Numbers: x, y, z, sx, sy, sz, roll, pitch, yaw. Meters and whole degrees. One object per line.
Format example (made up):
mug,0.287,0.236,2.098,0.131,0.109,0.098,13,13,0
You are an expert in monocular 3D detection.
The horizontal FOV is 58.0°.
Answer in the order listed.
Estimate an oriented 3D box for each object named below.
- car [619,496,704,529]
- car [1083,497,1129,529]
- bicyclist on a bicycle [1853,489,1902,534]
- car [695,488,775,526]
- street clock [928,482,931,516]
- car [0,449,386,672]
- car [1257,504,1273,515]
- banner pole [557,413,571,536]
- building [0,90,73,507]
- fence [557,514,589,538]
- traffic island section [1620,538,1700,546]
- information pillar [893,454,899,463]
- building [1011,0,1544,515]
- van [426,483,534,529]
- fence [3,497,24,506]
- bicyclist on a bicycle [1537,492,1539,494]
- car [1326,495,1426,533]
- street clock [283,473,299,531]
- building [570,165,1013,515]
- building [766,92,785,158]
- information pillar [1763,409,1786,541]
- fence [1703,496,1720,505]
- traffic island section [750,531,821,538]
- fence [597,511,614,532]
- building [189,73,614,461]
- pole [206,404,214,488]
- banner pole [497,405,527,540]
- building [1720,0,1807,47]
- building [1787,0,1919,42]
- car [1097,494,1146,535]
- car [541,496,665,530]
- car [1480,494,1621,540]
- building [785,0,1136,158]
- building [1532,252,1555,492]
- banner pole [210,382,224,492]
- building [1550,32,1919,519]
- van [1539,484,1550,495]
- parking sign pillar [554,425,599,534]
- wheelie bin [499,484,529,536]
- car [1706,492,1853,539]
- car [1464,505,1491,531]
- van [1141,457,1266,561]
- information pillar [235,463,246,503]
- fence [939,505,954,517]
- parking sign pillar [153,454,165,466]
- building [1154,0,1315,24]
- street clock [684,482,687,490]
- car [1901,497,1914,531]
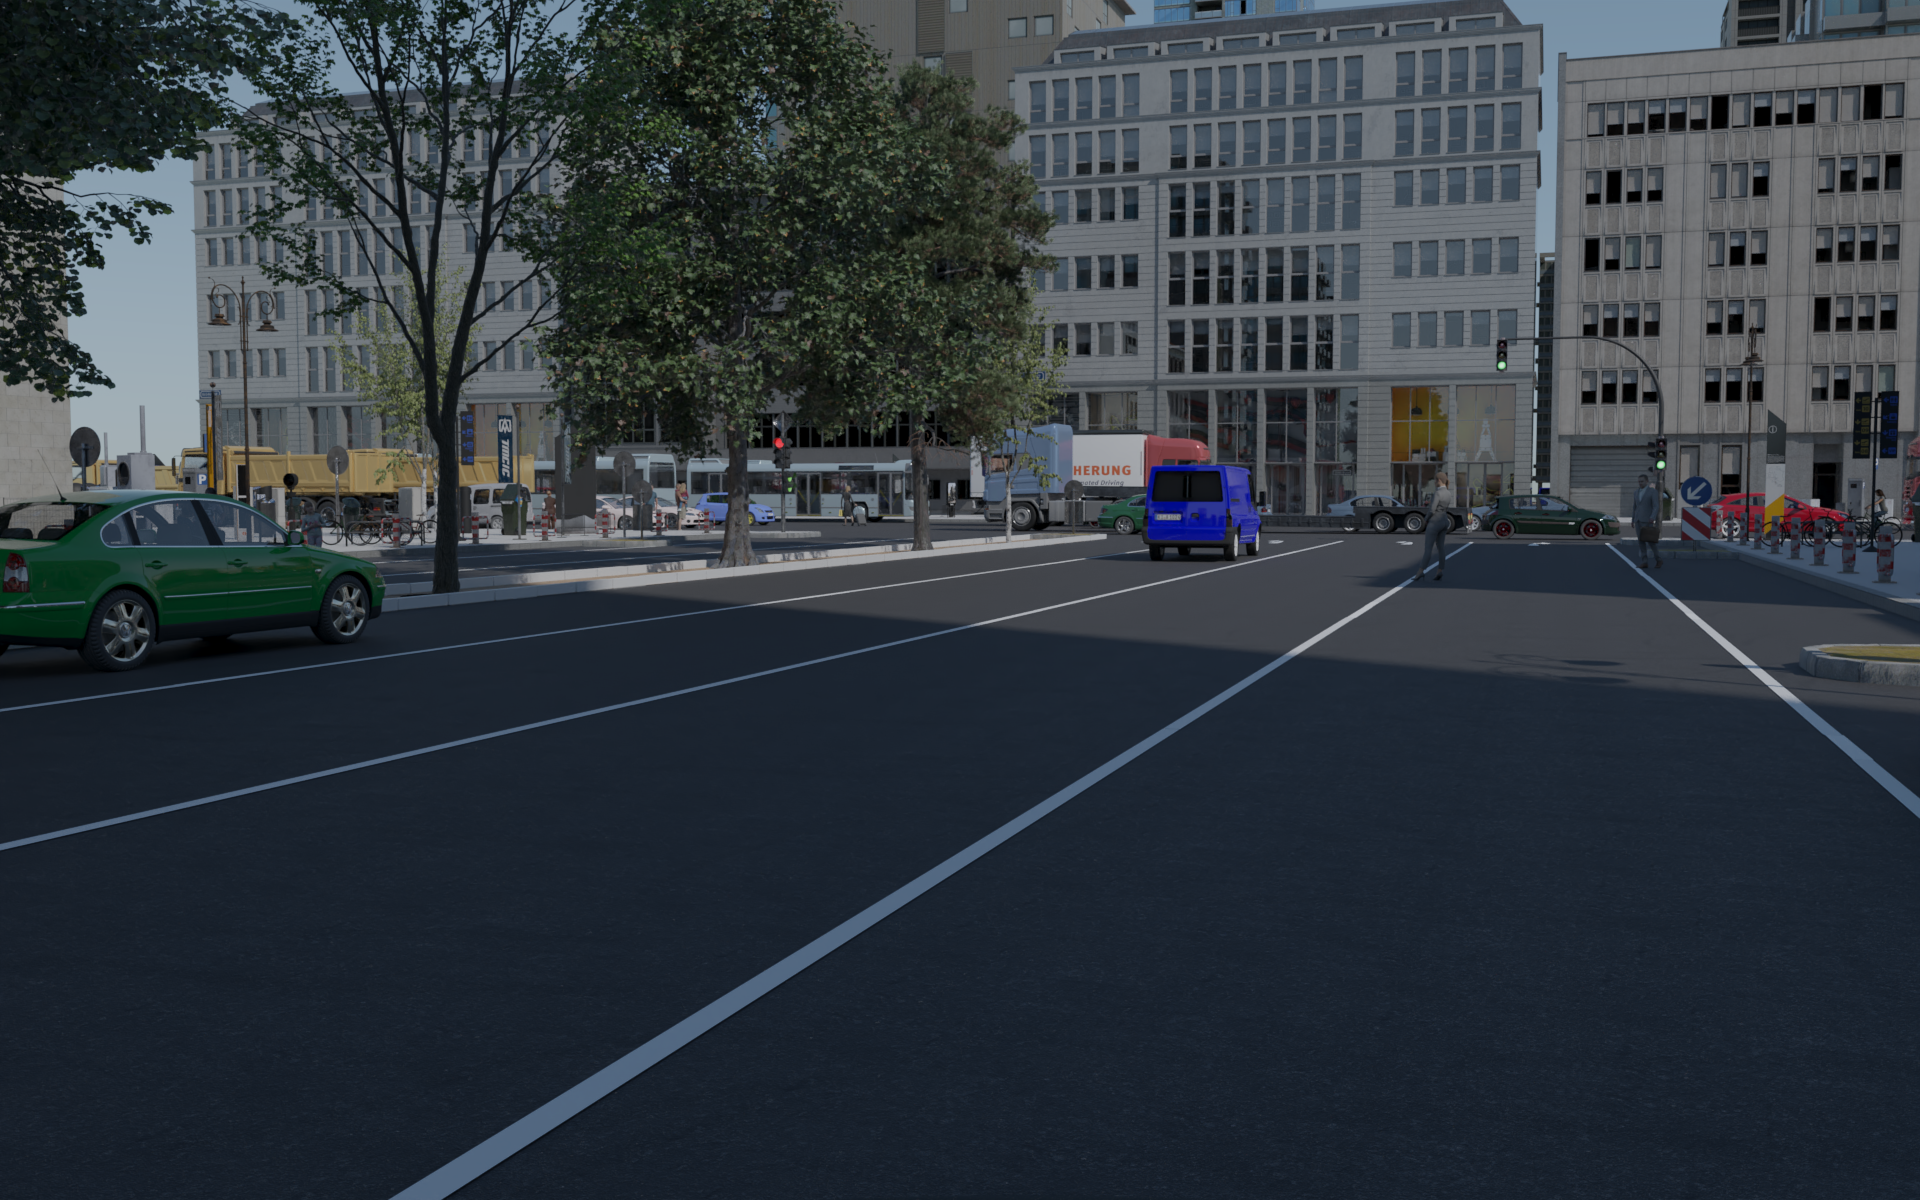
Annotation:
car,-13.098,-3.729,73.330,4.827,1.381,2.083,1,4,19
car,7.044,-3.815,72.165,4.222,1.686,2.009,1,4,18
bicyclist on a bicycle,32.757,-3.172,61.878,1.625,1.676,1.499,1,4,20
car,-10.333,-4.273,79.450,3.694,1.707,1.945,1,4,20
street clock,-1.840,-5.959,101.994,0.358,2.002,0.471,0,4,6
car,-7.116,-0.410,15.506,1.959,1.807,4.718,1,4,19
car,10.111,-3.463,68.630,4.499,1.417,2.014,1,4,19
banner pole,-12.137,-3.871,53.310,0.401,3.779,0.863,-3,4,-37
building,-35.335,-11.785,47.444,16.860,20.320,10.420,1,4,19
fence,-11.586,-2.233,51.877,0.278,0.683,2.069,0,4,7
traffic island section,19.900,-1.654,49.327,2.009,0.180,2.903,1,4,19
information pillar,-3.675,-6.656,100.185,0.504,3.616,0.183,-2,4,-25
building,18.927,-19.942,103.547,29.804,29.767,11.434,1,4,19
van,-18.372,-3.611,66.045,4.112,2.044,2.013,1,4,18
fence,-23.922,-2.089,45.360,0.480,1.192,2.264,3,5,39
bicyclist on a bicycle,53.729,-9.231,160.940,1.499,1.676,1.625,1,4,20
car,16.142,-3.280,65.635,4.499,1.417,2.014,1,4,20
street clock,-23.158,-3.389,59.981,0.471,2.002,0.358,1,4,15
building,-9.489,-17.983,113.091,30.058,24.678,14.314,1,4,19
building,-6.123,-35.387,198.191,30.456,49.044,23.786,1,4,19
information pillar,22.437,-3.446,47.695,0.504,3.616,0.183,1,4,22
fence,36.947,-4.430,83.633,2.264,1.192,0.480,-2,4,-27
traffic island section,-5.942,-2.190,58.085,2.009,0.180,2.903,1,4,19
fence,-12.247,-2.688,59.328,0.278,0.683,2.069,-2,4,-27
building,-37.988,-21.076,122.078,29.804,29.767,11.434,1,4,19
pole,-17.017,-2.784,39.360,0.158,3.312,0.155,0,3,0
banner pole,-12.554,-3.573,48.432,0.863,3.779,0.401,-3,5,-42
building,117.448,-49.167,242.132,20.611,71.187,20.563,1,4,19
building,88.999,-33.209,162.580,23.786,49.044,30.456,1,4,19
car,7.323,-3.026,61.280,4.920,1.459,2.131,1,4,17
car,-13.573,-3.271,65.847,4.827,1.381,2.083,1,4,17
car,18.654,-2.749,54.740,4.222,1.686,2.009,1,4,20
building,0.507,-35.526,170.093,28.713,52.752,27.495,1,4,19
building,97.560,-34.496,255.882,23.993,40.220,32.217,1,4,19
banner pole,-16.556,-2.974,38.638,0.401,3.779,0.863,-3,4,-39
building,43.305,-16.982,95.678,19.932,24.808,12.078,1,4,19
van,56.084,-9.810,164.780,2.240,2.365,5.245,1,4,21
parking sign pillar,-12.496,-4.148,56.297,1.447,3.967,1.447,-1,4,-11
wheelie bin,-13.831,-2.803,53.732,0.980,1.594,0.693,2,4,32
car,26.356,-2.862,55.828,4.494,1.783,2.155,1,4,19
car,21.295,-3.340,66.617,4.499,1.417,2.014,1,4,19
van,5.514,-2.102,38.745,2.240,2.365,5.245,1,4,17
information pillar,-17.204,-2.268,41.574,0.304,2.012,0.304,-2,4,-25
fence,-0.692,-5.112,98.950,0.278,0.683,2.069,1,4,19
parking sign pillar,-53.517,-7.779,115.651,1.447,3.967,1.447,2,4,33
building,42.449,-58.398,267.478,31.000,86.520,22.319,1,4,19
street clock,-16.743,-6.215,106.191,0.358,2.002,0.471,3,5,43
car,30.556,-2.569,50.672,5.304,1.827,2.281,1,4,19
